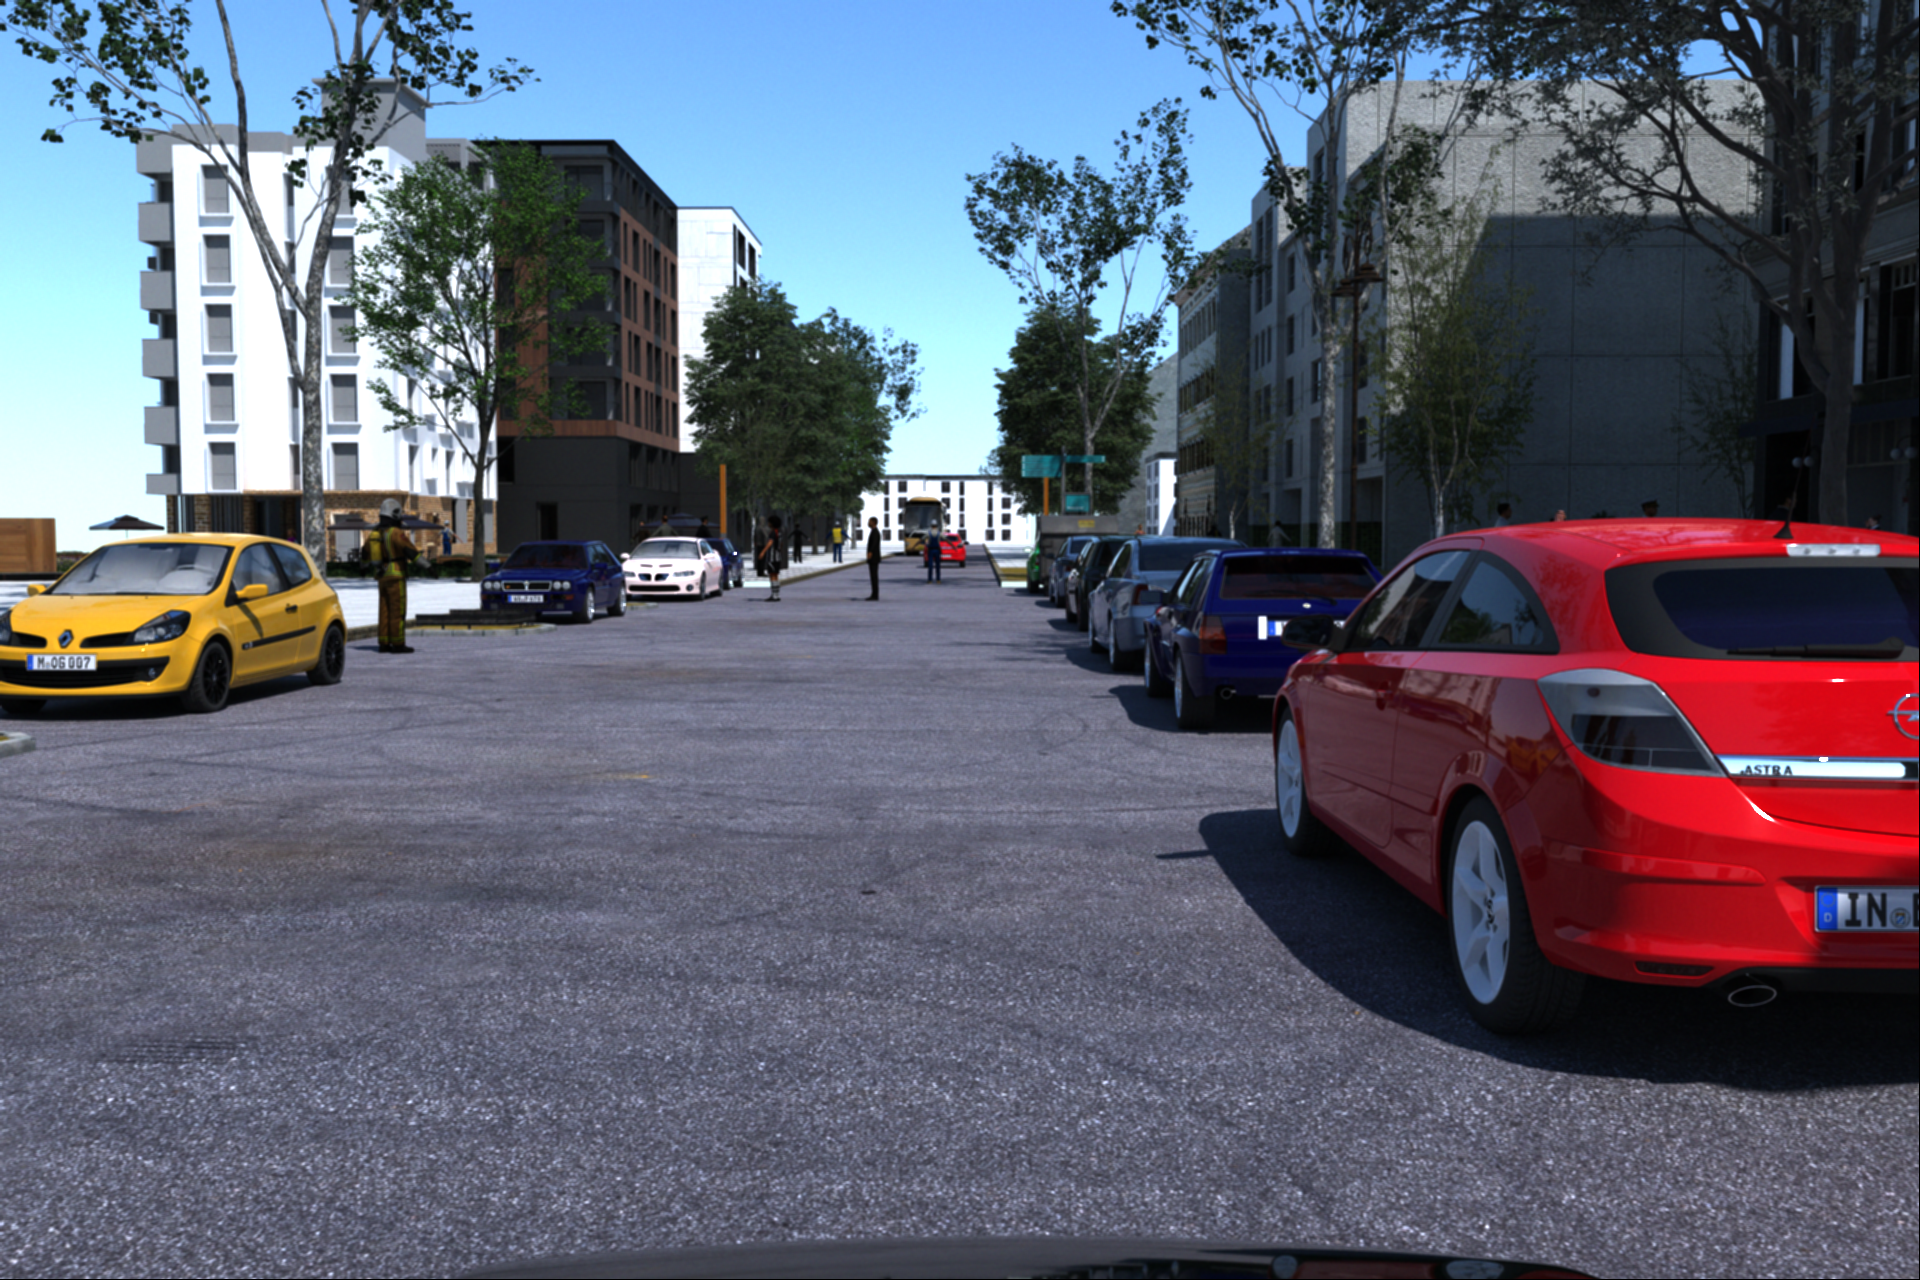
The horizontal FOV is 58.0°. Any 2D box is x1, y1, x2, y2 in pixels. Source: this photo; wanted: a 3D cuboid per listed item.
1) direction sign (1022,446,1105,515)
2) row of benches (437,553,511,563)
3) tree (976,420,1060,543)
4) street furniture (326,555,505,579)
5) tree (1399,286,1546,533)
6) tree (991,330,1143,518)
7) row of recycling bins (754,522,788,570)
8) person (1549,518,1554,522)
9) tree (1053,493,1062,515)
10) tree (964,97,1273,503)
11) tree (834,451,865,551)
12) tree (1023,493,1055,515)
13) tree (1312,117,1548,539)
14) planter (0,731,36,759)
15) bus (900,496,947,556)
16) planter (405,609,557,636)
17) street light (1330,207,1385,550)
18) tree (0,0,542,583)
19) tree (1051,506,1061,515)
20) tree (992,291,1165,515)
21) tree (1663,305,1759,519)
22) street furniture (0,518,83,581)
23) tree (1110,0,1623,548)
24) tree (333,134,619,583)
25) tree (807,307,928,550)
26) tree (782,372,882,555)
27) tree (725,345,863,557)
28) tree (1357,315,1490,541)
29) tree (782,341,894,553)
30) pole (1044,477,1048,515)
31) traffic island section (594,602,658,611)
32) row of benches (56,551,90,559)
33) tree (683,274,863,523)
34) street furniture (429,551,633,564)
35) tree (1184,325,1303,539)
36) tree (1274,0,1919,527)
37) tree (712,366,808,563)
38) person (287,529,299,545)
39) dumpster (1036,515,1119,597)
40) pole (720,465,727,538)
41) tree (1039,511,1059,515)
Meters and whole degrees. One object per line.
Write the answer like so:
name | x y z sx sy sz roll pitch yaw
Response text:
direction sign | 3.126 -3.858 51.836 2.525 3.948 1.411 0 3 0
row of benches | -15.206 -2.563 57.374 4.104 0.672 1.422 0 4 3
tree | 6.578 -14.334 144.733 12.009 13.543 11.850 0 3 0
street furniture | -17.267 -2.210 51.754 10.072 0.657 5.734 0 4 -4
tree | 15.062 -6.186 51.497 4.737 8.622 4.395 0 3 0
tree | 6.329 -12.012 103.047 9.857 13.997 8.962 0 3 0
row of recycling bins | -6.827 -3.421 63.042 1.069 1.692 3.534 0 4 2
person | 19.695 -3.138 57.495 0.705 1.806 1.347 -2 4 -34
tree | 6.977 -10.039 114.506 4.737 8.622 4.395 0 3 0
tree | 6.838 -13.400 74.979 12.611 20.169 13.585 0 3 0
tree | -8.342 -11.095 131.763 4.360 8.622 3.978 0 3 0
tree | 6.701 -10.991 130.069 4.737 8.622 4.395 0 3 0
tree | 8.708 -4.922 30.840 4.360 8.622 3.978 0 3 0
planter | -7.109 0.622 10.976 1.991 0.319 1.994 0 4 0
bus | -2.283 -7.621 116.144 2.896 3.916 12.252 0 4 1
planter | -6.985 -0.252 25.256 1.991 0.319 1.994 0 4 1
street light | 5.687 -3.191 24.956 0.468 5.910 1.993 0 4 1
tree | -13.488 -10.870 33.614 12.611 20.169 13.585 0 3 0
tree | 6.835 -10.558 122.987 4.737 8.622 4.395 0 3 0
tree | 6.133 -11.251 90.607 9.857 13.997 8.962 0 3 0
tree | 25.250 -6.398 54.972 4.360 8.622 3.978 0 3 0
street furniture | -27.746 -2.664 50.409 9.812 1.723 11.010 -2 4 -31
tree | 9.950 -11.248 39.799 12.611 20.169 13.585 0 3 0
tree | -12.551 -7.312 45.304 9.928 11.665 9.643 0 3 0
tree | -8.689 -17.573 143.206 12.611 20.169 13.585 0 3 0
tree | -8.774 -11.007 105.724 9.928 11.665 9.643 0 3 0
tree | -9.163 -10.385 95.548 9.928 11.665 9.643 0 3 0
tree | 15.483 -6.523 57.010 4.737 8.622 4.395 0 3 0
tree | -8.787 -12.803 115.985 9.857 13.997 8.962 0 3 0
pole | 3.087 -4.181 62.205 0.158 3.312 0.155 0 3 0
traffic island section | -6.889 -0.641 33.348 1.991 0.108 1.994 0 4 1
row of benches | -32.975 -2.942 63.572 1.422 0.672 4.104 0 4 -4
tree | -9.200 -10.907 84.982 9.857 13.997 8.962 0 3 0
street furniture | -14.638 -2.961 64.042 10.072 0.657 5.734 -1 4 -13
tree | 9.566 -6.770 61.054 4.360 8.622 3.978 0 3 0
tree | 8.052 -6.451 15.840 12.009 13.543 11.850 0 3 0
tree | -9.407 -7.732 76.778 4.360 8.622 3.978 0 3 0
person | -18.542 -2.360 47.850 0.991 1.433 0.599 3 4 39
dumpster | 2.694 -1.925 39.685 1.865 1.857 1.264 0 4 0
pole | -6.958 -3.492 50.932 0.158 3.312 0.155 0 3 0
tree | 14.447 -18.966 244.504 7.601 10.594 8.767 0 4 -5
